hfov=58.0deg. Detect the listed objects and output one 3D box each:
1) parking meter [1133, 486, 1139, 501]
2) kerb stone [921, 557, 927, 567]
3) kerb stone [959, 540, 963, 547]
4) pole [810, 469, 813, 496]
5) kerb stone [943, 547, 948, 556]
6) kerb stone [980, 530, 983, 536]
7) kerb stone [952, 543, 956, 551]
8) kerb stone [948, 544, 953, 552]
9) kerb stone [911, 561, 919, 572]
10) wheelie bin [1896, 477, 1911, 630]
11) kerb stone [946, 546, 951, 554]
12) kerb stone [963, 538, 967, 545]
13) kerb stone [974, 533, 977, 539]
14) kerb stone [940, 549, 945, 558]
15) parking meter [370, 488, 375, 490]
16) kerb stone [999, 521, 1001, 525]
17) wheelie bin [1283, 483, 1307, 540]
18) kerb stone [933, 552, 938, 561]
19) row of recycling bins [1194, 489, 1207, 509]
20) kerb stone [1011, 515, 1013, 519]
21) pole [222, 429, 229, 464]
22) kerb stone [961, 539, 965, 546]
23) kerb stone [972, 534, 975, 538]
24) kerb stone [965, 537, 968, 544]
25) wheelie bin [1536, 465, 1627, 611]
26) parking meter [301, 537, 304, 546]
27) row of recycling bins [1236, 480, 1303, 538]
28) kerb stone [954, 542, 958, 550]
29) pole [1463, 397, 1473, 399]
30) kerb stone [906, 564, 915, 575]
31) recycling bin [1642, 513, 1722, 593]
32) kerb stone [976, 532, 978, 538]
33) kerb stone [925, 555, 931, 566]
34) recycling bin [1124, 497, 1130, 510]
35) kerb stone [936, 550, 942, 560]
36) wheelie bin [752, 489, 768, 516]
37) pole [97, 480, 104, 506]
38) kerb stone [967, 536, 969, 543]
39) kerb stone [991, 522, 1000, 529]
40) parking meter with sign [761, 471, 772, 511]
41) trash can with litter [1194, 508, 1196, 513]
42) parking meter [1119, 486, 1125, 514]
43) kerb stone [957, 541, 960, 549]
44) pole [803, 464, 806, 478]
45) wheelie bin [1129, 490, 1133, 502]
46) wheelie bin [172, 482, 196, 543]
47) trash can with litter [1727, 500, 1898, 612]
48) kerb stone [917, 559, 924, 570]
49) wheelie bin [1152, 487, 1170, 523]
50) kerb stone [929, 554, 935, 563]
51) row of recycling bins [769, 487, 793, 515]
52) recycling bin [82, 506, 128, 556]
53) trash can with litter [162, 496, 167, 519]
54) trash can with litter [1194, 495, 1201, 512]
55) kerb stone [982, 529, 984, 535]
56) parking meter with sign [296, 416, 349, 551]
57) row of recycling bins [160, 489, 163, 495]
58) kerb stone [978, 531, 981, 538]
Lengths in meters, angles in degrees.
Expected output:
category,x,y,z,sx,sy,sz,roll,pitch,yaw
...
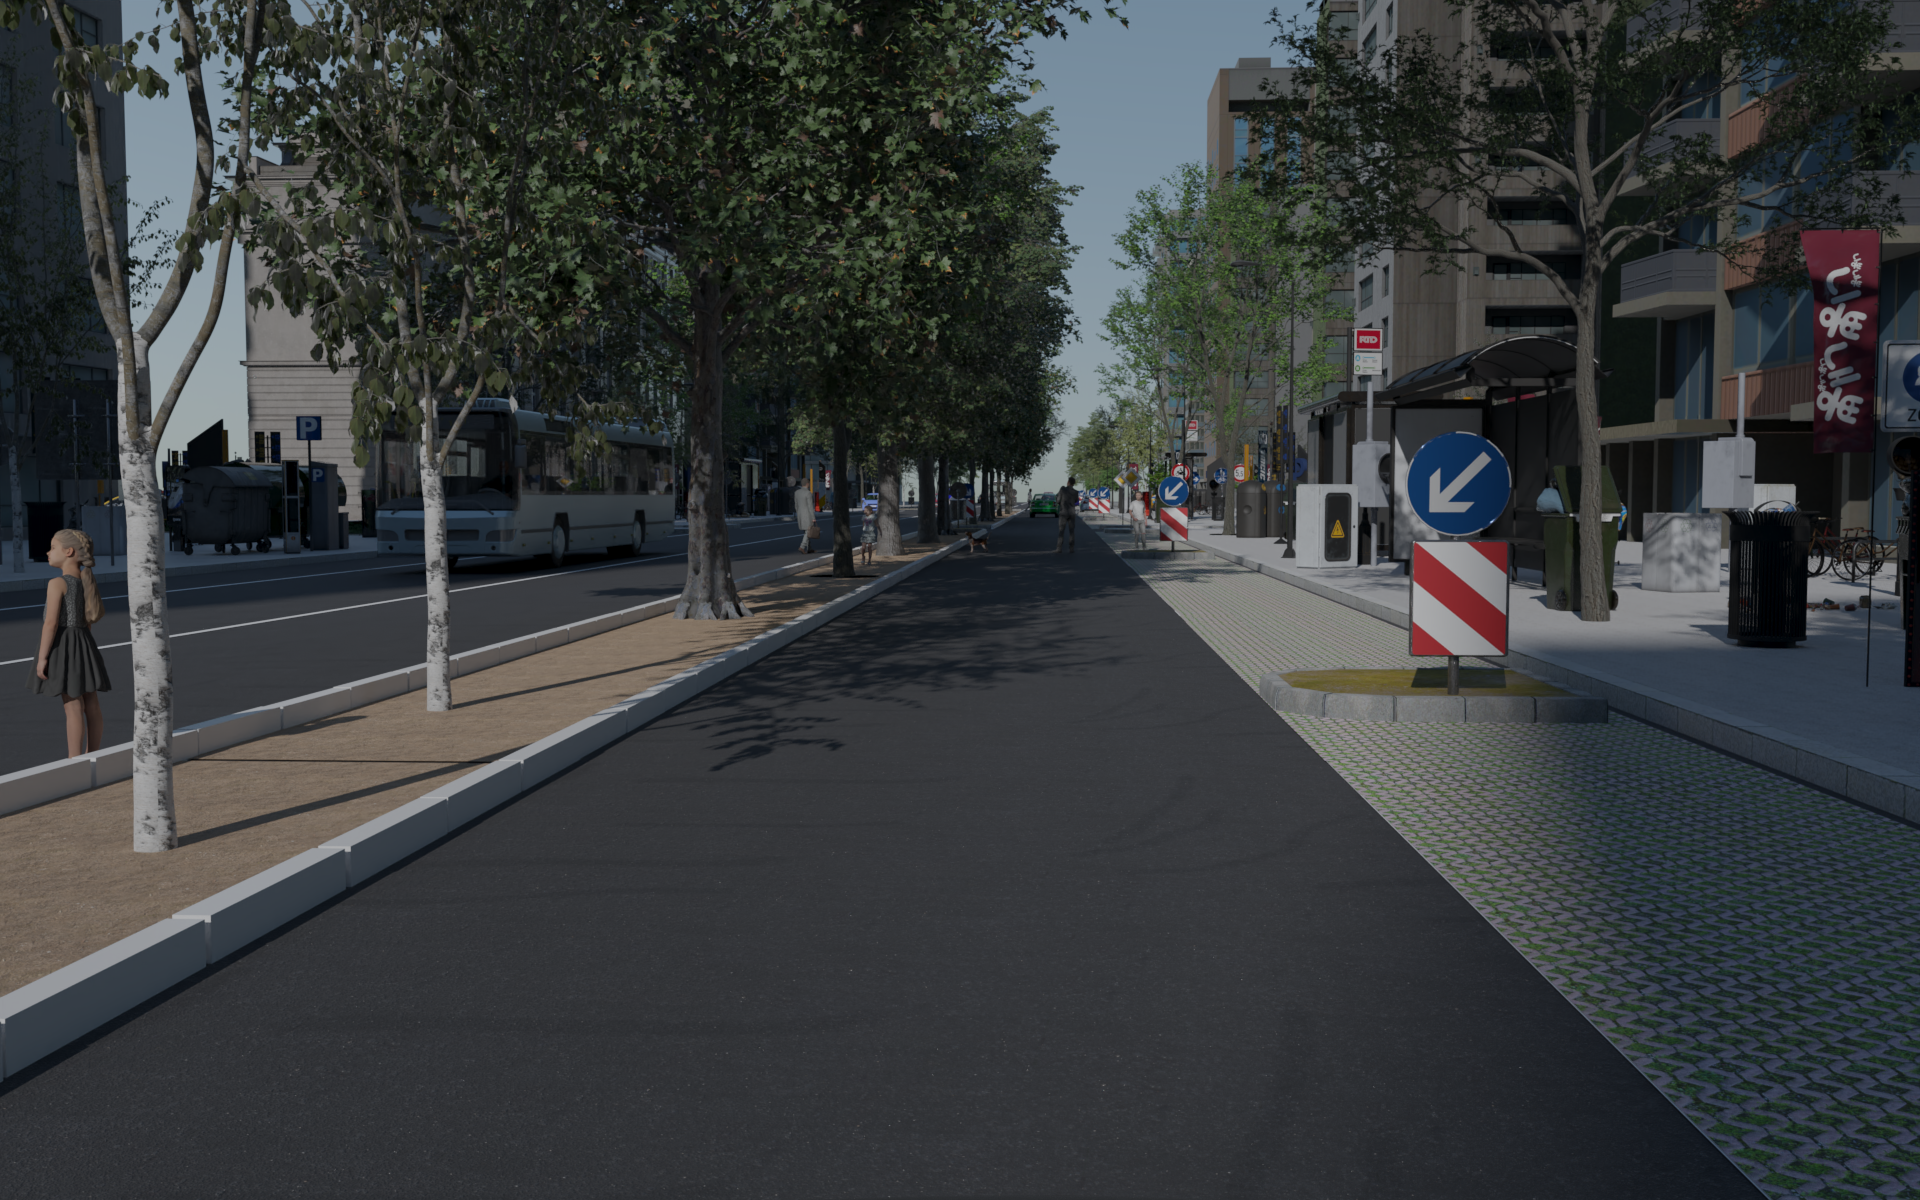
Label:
category,x,y,z,sx,sy,sz,roll,pitch,yaw
parking meter,12.239,-7.027,120.610,0.399,1.863,0.255,-2,4,-32
kerb stone,-0.780,-0.686,33.405,0.120,0.150,1.000,0,4,3
kerb stone,-0.085,-1.436,45.677,0.120,0.150,1.000,0,4,3
pole,-12.077,-9.002,141.025,0.158,3.312,0.155,0,3,0
kerb stone,-0.432,-1.059,39.549,0.120,0.150,1.000,0,4,3
kerb stone,0.599,-2.185,57.964,0.120,0.150,1.000,0,4,3
kerb stone,-0.262,-1.249,42.611,0.120,0.150,1.000,0,4,3
kerb stone,-0.317,-1.186,41.590,0.120,0.150,1.000,0,4,3
kerb stone,-0.890,-0.561,31.363,0.120,0.150,1.000,0,4,3
wheelie bin,9.109,-0.502,16.116,0.693,1.594,0.980,1,4,16
kerb stone,-0.372,-1.121,40.569,0.120,0.150,1.000,0,4,3
kerb stone,0.026,-1.558,47.732,0.120,0.150,1.000,0,4,3
kerb stone,0.372,-1.938,53.875,0.120,0.150,1.000,0,4,3
kerb stone,-0.479,-0.996,38.519,0.120,0.150,1.000,0,4,3
parking meter,-24.775,-3.968,73.293,0.372,1.533,0.369,0,3,0
kerb stone,1.599,-3.287,75.939,0.120,0.150,1.000,0,4,3
wheelie bin,9.496,-2.489,48.603,0.693,1.594,0.980,-2,4,-29
kerb stone,-0.607,-0.873,36.476,0.120,0.150,1.000,0,4,3
row of recycling bins,19.497,-8.069,139.042,1.069,1.692,3.534,-1,4,-17
kerb stone,2.687,-4.467,95.392,0.120,0.150,1.000,0,4,3
pole,-23.192,-3.726,54.763,0.158,3.312,0.155,0,3,0
kerb stone,-0.033,-1.499,46.704,0.120,0.150,1.000,0,4,3
kerb stone,0.304,-1.875,52.855,0.120,0.150,1.000,0,4,3
kerb stone,0.079,-1.625,48.763,0.120,0.150,1.000,0,4,3
wheelie bin,6.826,-0.688,19.153,0.980,1.594,0.693,0,4,-7
parking meter,-16.531,-2.127,43.180,0.372,1.533,0.369,0,3,0
row of recycling bins,9.637,-2.716,51.517,3.534,1.692,1.069,-2,4,-33
kerb stone,-0.208,-1.311,43.636,0.120,0.150,1.000,0,4,3
pole,10.688,-2.610,36.518,0.158,3.312,0.155,0,3,0
kerb stone,-0.942,-0.498,30.336,0.120,0.150,1.000,0,4,3
recycling bin,9.524,-0.631,22.872,0.722,1.027,0.722,-1,4,-12
kerb stone,0.418,-1.999,54.896,0.120,0.150,1.000,0,4,3
kerb stone,-0.724,-0.748,34.425,0.120,0.150,1.000,0,4,3
recycling bin,13.067,-7.624,137.205,0.722,1.027,0.722,1,4,21
kerb stone,-0.539,-0.930,37.498,0.120,0.150,1.000,0,4,3
wheelie bin,-11.592,-5.687,100.885,0.980,1.594,0.693,-2,4,-31
pole,-32.019,-4.323,64.521,0.158,3.312,0.155,0,3,0
kerb stone,0.141,-1.688,49.791,0.120,0.150,1.000,0,4,3
kerb stone,1.548,-3.220,74.910,0.120,0.150,1.000,0,4,3
parking meter with sign,-14.488,-8.145,129.431,1.738,3.016,0.543,3,4,36
trash can with litter,15.861,-6.649,120.100,0.624,1.170,1.055,3,5,43
parking meter,10.653,-6.624,114.010,0.255,1.863,0.399,2,4,32
kerb stone,-0.148,-1.371,44.657,0.120,0.150,1.000,0,4,3
pole,-10.577,-7.584,117.833,0.158,3.312,0.155,0,3,0
wheelie bin,14.379,-8.284,143.349,0.693,1.594,0.980,-2,4,-35
wheelie bin,-20.161,-2.281,45.209,0.980,1.594,0.693,2,4,23
trash can with litter,9.530,-0.505,19.308,2.233,1.210,1.678,0,4,-5
kerb stone,-0.827,-0.623,32.383,0.120,0.150,1.000,0,4,3
wheelie bin,8.940,-4.179,76.232,0.980,1.594,0.693,0,4,-1
kerb stone,-0.664,-0.811,35.456,0.120,0.150,1.000,0,4,3
row of recycling bins,-11.078,-6.153,107.716,1.069,1.692,3.534,-1,4,-18
recycling bin,-17.891,-1.450,36.266,0.722,1.027,0.722,-1,4,-10
trash can with litter,-45.977,-5.353,98.583,1.678,1.210,2.233,-2,4,-30
trash can with litter,16.854,-6.968,124.990,1.678,1.210,2.233,0,4,-1
kerb stone,0.657,-2.251,58.993,0.120,0.150,1.000,0,4,3
parking meter with sign,-14.492,-2.646,39.520,0.543,3.016,1.738,0,4,2
row of recycling bins,-63.918,-7.968,137.395,1.069,1.692,3.534,1,4,21
kerb stone,0.540,-2.125,56.943,0.120,0.150,1.000,0,4,3
